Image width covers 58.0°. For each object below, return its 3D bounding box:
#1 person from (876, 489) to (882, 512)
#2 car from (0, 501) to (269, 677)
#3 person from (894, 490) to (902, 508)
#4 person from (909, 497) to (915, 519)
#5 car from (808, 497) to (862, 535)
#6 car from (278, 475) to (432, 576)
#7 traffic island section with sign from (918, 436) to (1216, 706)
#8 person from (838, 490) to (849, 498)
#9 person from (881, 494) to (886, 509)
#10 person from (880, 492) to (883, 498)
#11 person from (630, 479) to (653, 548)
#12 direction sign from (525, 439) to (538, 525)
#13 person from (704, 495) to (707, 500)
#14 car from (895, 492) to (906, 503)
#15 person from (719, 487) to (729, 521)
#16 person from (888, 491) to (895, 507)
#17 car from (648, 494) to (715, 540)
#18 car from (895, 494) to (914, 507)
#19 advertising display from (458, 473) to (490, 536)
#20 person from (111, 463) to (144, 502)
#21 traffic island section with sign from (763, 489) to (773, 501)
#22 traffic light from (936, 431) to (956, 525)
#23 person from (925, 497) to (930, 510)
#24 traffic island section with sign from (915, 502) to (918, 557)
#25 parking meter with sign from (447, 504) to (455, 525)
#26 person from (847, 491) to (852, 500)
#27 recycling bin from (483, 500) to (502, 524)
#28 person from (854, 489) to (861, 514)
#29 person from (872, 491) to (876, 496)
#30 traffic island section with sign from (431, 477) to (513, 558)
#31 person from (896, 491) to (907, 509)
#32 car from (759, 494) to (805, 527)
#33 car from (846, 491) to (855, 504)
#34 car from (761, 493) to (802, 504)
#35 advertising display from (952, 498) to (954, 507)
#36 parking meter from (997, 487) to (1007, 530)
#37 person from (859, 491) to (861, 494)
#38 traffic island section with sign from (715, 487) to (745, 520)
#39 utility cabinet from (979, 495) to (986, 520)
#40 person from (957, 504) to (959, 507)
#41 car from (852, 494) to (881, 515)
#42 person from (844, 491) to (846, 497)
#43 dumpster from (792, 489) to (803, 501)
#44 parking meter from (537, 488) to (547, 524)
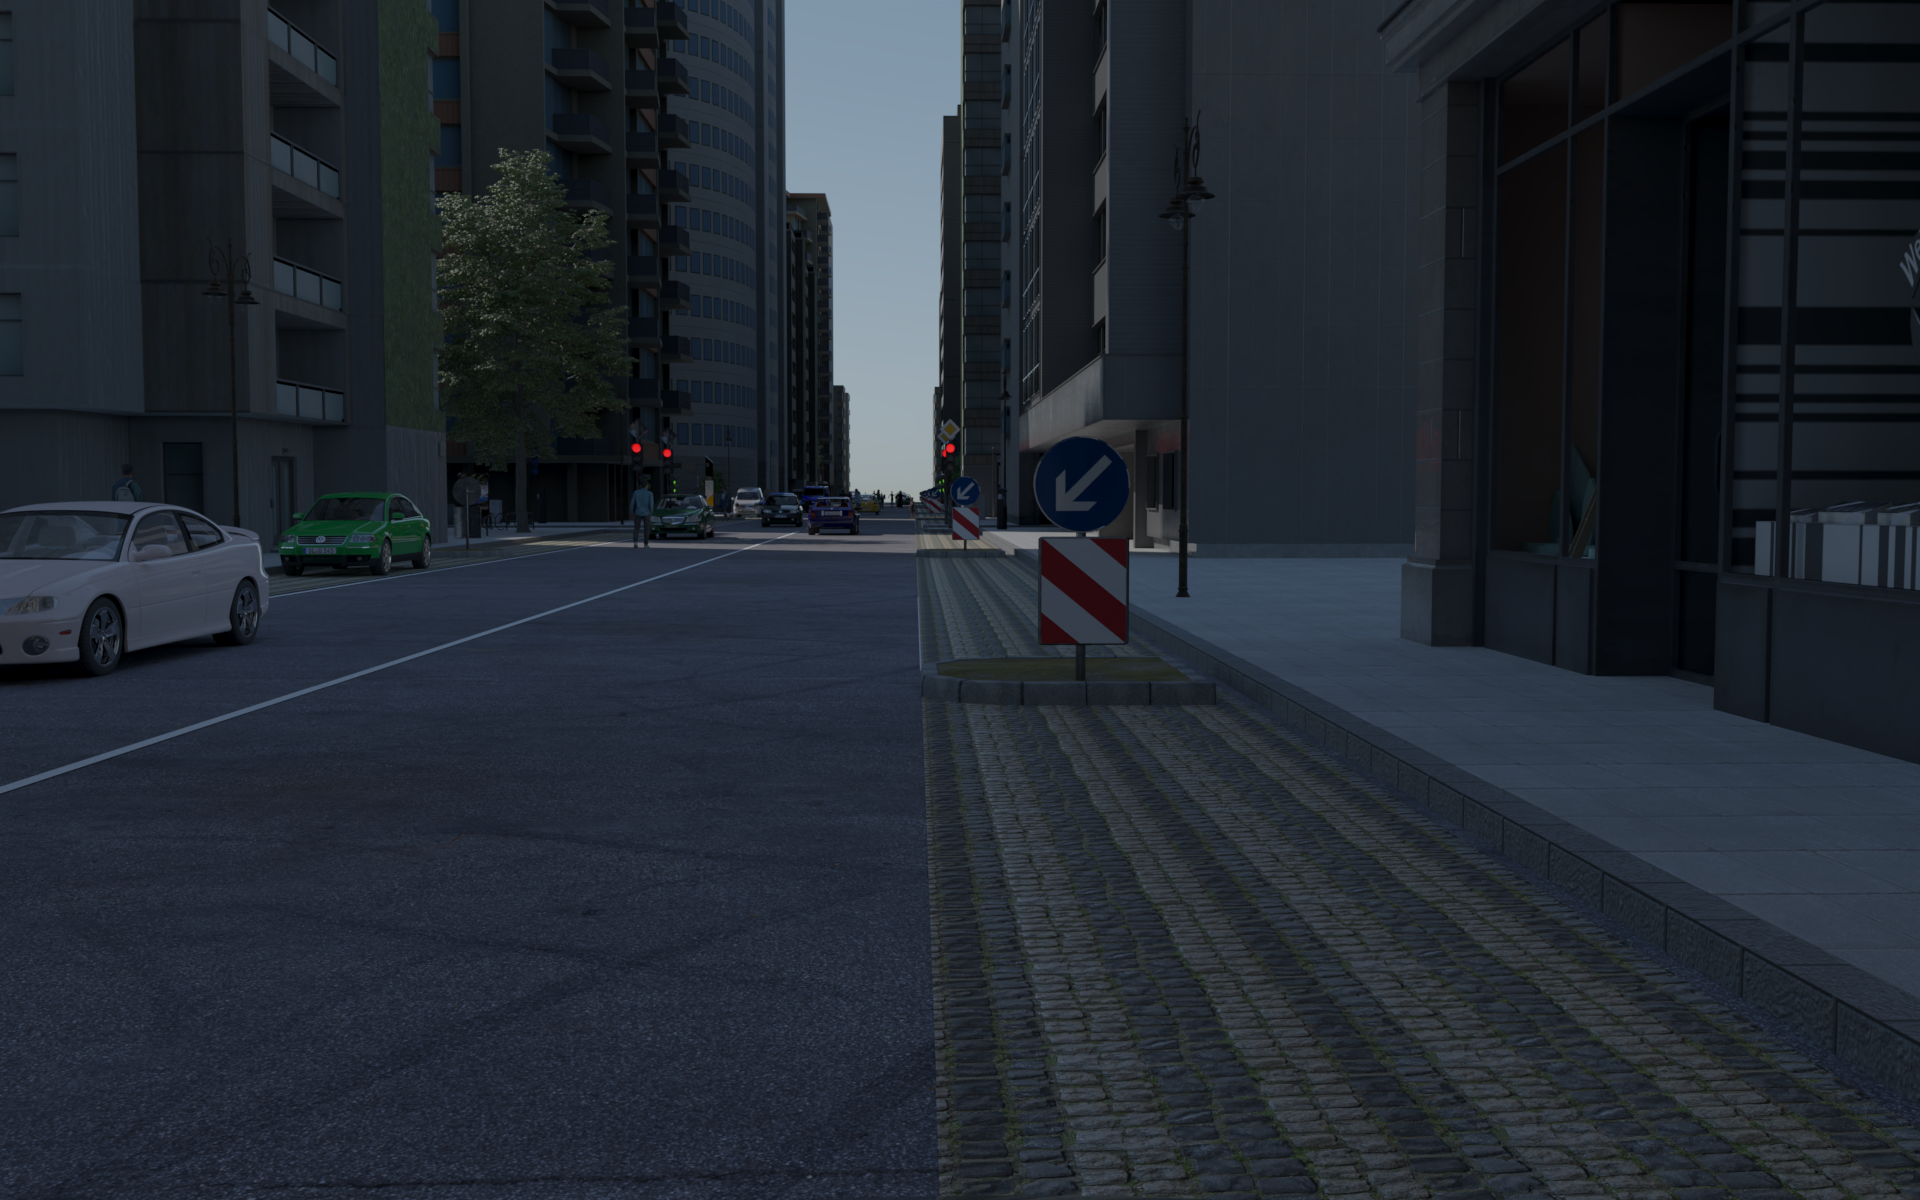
[{"bbox_3d":[-6.249,-7.579,132.662,0.529,1.795,0.600,1,4,20],"label":"person"},{"bbox_3d":[-7.661,-0.166,15.080,2.083,1.381,4.827,0,4,-1],"label":"car"},{"bbox_3d":[-6.378,-10.788,184.816,1.348,1.831,0.705,1,4,10],"label":"person"},{"bbox_3d":[-2.721,-5.249,98.989,0.362,1.253,0.373,3,4,39],"label":"person"},{"bbox_3d":[-4.485,-3.009,61.775,1.945,1.354,3.894,0,4,-2],"label":"car"},{"bbox_3d":[-10.966,-1.395,31.610,1.959,1.807,4.718,0,4,-3],"label":"car"},{"bbox_3d":[0.710,-0.243,12.600,1.989,1.847,2.006,0,4,-2],"label":"traffic island section with sign"},{"bbox_3d":[-11.435,-9.875,169.582,1.348,1.869,0.705,0,4,5],"label":"person"},{"bbox_3d":[-7.424,-9.538,167.671,0.421,1.427,0.697,2,4,27],"label":"person"},{"bbox_3d":[-12.406,-16.035,271.480,0.742,1.727,0.445,-2,4,-28],"label":"person"},{"bbox_3d":[-8.506,-2.306,46.226,0.660,1.820,0.620,0,4,1],"label":"person"},{"bbox_3d":[-17.848,-4.875,71.705,0.379,3.537,0.876,3,5,44],"label":"direction sign"},{"bbox_3d":[-14.765,-5.432,99.872,0.382,1.210,0.505,-2,4,-26],"label":"person"},{"bbox_3d":[-9.955,-17.445,293.902,2.281,1.827,5.304,0,4,0],"label":"car"},{"bbox_3d":[-12.389,-5.070,91.414,0.581,1.822,0.654,3,5,45],"label":"person"},{"bbox_3d":[-7.312,-10.924,187.625,1.217,1.766,0.721,-3,4,-38],"label":"person"},{"bbox_3d":[-8.988,-2.699,55.928,2.131,1.459,4.920,0,4,-3],"label":"car"},{"bbox_3d":[-6.250,-11.178,194.555,2.131,1.459,4.920,0,4,-3],"label":"car"},{"bbox_3d":[-14.790,-2.905,52.705,0.974,1.923,0.123,-3,5,-42],"label":"advertising display"},{"bbox_3d":[-14.698,-1.497,30.509,0.794,1.824,0.713,2,4,31],"label":"person"},{"bbox_3d":[-13.518,-6.951,122.272,1.989,1.847,2.006,0,4,-2],"label":"traffic island section with sign"},{"bbox_3d":[-0.595,-5.119,72.617,0.839,4.253,0.868,0,4,-2],"label":"traffic light"},{"bbox_3d":[-2.642,-8.854,153.242,0.705,1.826,1.348,-2,4,-33],"label":"person"},{"bbox_3d":[-0.003,-1.891,39.545,1.989,1.847,2.006,0,4,-2],"label":"traffic island section with sign"},{"bbox_3d":[-21.767,-4.603,71.526,1.738,3.016,0.543,0,3,0],"label":"parking meter with sign"},{"bbox_3d":[-12.395,-11.276,193.310,0.683,1.767,0.568,0,4,-5],"label":"person"},{"bbox_3d":[-20.068,-3.772,74.233,0.722,1.027,0.722,0,4,-1],"label":"recycling bin"},{"bbox_3d":[-6.631,-6.324,112.158,0.793,1.790,0.793,0,4,0],"label":"person"},{"bbox_3d":[-9.073,-10.674,183.163,1.348,1.807,0.705,0,4,3],"label":"person"},{"bbox_3d":[-11.321,-1.888,39.500,1.989,1.847,2.006,0,4,-2],"label":"traffic island section with sign"},{"bbox_3d":[-5.633,-9.642,166.668,1.217,1.766,0.721,2,4,28],"label":"person"},{"bbox_3d":[-7.804,-4.058,76.130,2.009,1.686,4.222,0,4,-3],"label":"car"},{"bbox_3d":[-12.461,-11.913,203.442,2.281,1.827,5.304,0,4,-3],"label":"car"},{"bbox_3d":[-8.510,-4.478,82.808,1.945,1.707,3.694,0,4,-3],"label":"car"},{"bbox_3d":[-0.536,-7.796,132.679,0.123,1.923,0.974,0,4,-1],"label":"advertising display"},{"bbox_3d":[1.524,-3.324,62.766,0.372,1.533,0.369,0,3,0],"label":"parking meter"},{"bbox_3d":[-10.224,-10.181,175.635,0.551,1.740,0.621,-1,4,-8],"label":"person"},{"bbox_3d":[-12.783,-5.261,94.641,1.989,1.847,2.006,0,4,-2],"label":"traffic island section with sign"},{"bbox_3d":[1.087,-4.579,86.030,0.306,1.237,1.020,0,4,-3],"label":"utility cabinet"},{"bbox_3d":[-0.047,-7.137,122.926,0.583,1.804,0.606,2,4,25],"label":"person"},{"bbox_3d":[-6.433,-6.669,119.260,2.015,1.641,3.980,0,4,-2],"label":"car"},{"bbox_3d":[-11.771,-10.140,174.963,0.551,1.740,0.621,-1,4,-13],"label":"person"},{"bbox_3d":[-14.170,-9.042,156.056,1.865,1.857,1.264,0,4,0],"label":"dumpster"},{"bbox_3d":[-18.177,-4.093,75.330,0.372,1.533,0.369,0,3,0],"label":"parking meter"}]
